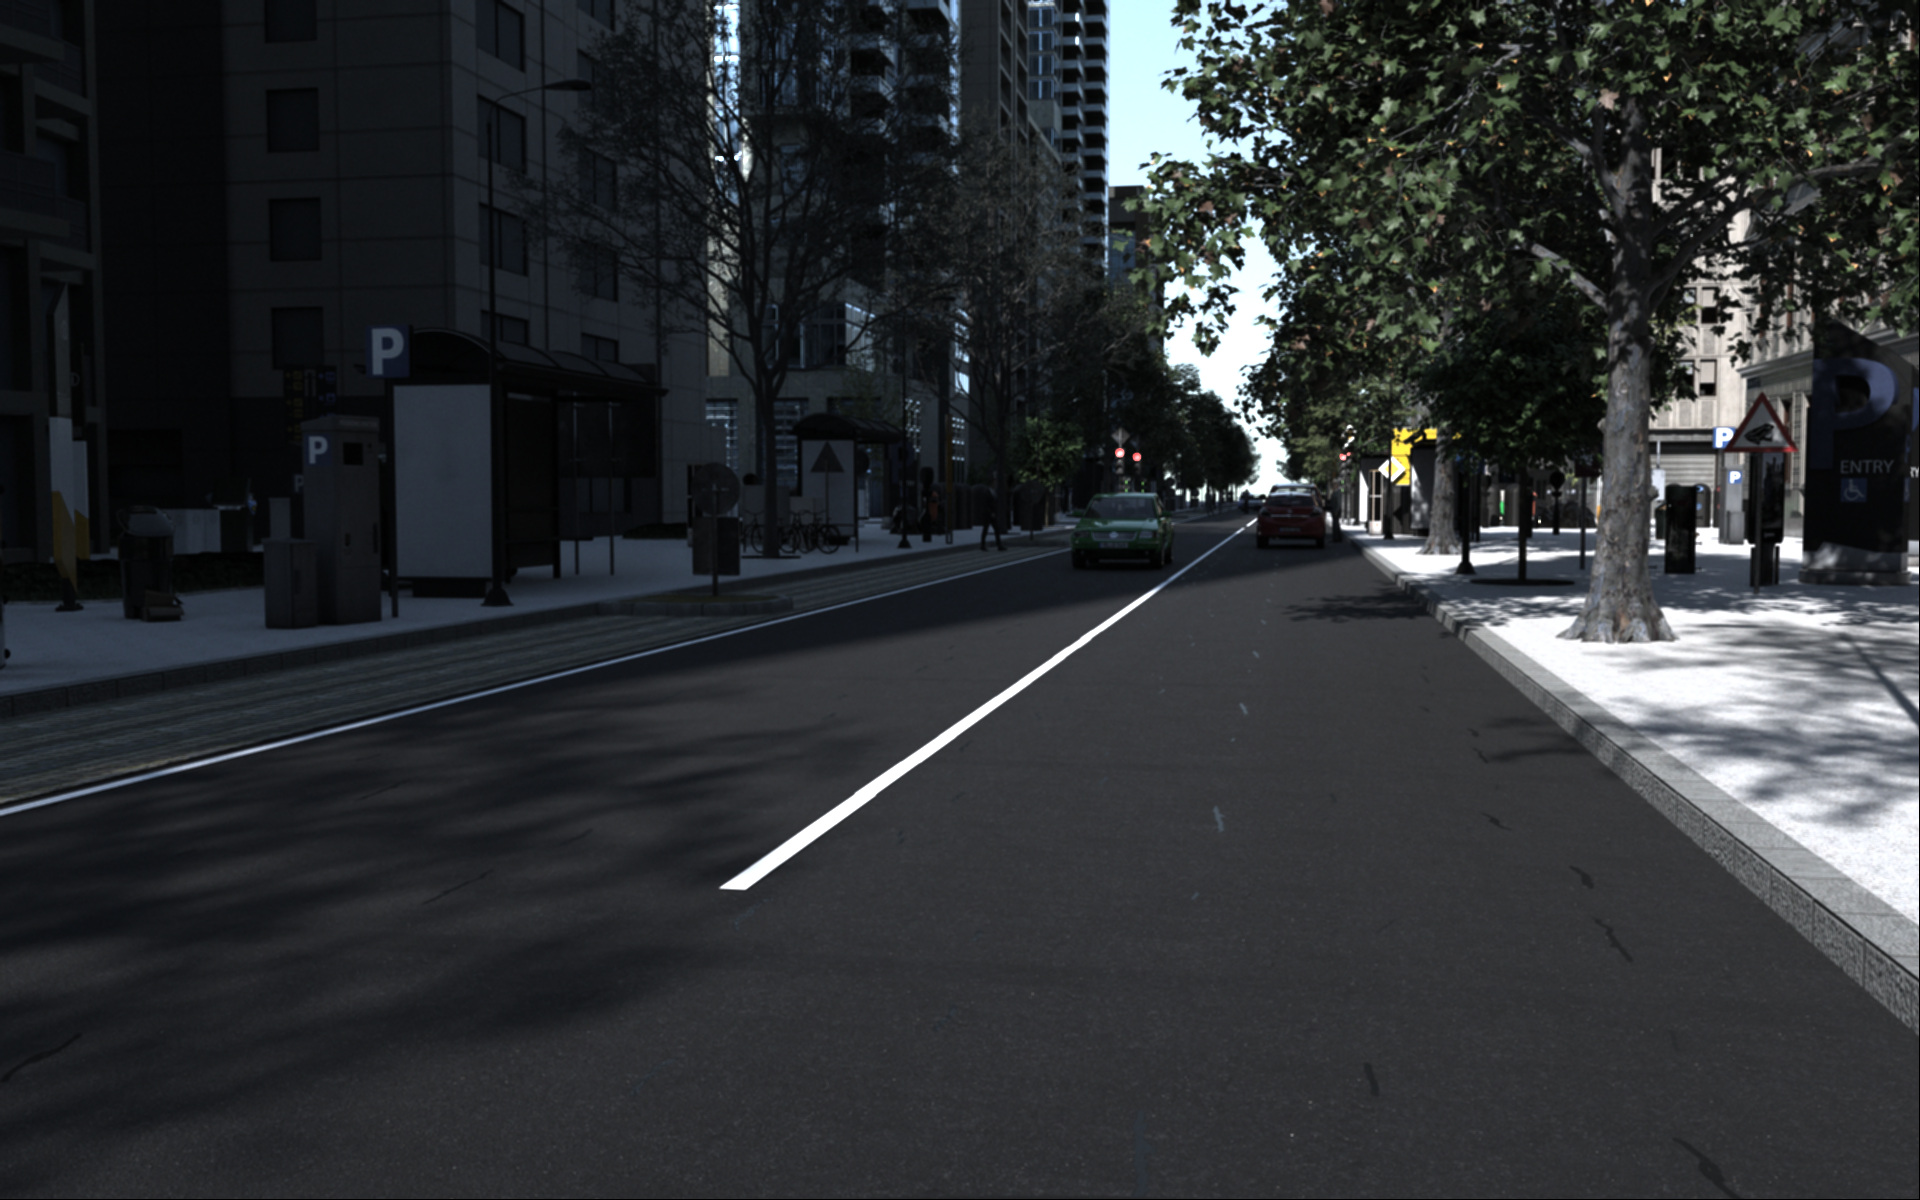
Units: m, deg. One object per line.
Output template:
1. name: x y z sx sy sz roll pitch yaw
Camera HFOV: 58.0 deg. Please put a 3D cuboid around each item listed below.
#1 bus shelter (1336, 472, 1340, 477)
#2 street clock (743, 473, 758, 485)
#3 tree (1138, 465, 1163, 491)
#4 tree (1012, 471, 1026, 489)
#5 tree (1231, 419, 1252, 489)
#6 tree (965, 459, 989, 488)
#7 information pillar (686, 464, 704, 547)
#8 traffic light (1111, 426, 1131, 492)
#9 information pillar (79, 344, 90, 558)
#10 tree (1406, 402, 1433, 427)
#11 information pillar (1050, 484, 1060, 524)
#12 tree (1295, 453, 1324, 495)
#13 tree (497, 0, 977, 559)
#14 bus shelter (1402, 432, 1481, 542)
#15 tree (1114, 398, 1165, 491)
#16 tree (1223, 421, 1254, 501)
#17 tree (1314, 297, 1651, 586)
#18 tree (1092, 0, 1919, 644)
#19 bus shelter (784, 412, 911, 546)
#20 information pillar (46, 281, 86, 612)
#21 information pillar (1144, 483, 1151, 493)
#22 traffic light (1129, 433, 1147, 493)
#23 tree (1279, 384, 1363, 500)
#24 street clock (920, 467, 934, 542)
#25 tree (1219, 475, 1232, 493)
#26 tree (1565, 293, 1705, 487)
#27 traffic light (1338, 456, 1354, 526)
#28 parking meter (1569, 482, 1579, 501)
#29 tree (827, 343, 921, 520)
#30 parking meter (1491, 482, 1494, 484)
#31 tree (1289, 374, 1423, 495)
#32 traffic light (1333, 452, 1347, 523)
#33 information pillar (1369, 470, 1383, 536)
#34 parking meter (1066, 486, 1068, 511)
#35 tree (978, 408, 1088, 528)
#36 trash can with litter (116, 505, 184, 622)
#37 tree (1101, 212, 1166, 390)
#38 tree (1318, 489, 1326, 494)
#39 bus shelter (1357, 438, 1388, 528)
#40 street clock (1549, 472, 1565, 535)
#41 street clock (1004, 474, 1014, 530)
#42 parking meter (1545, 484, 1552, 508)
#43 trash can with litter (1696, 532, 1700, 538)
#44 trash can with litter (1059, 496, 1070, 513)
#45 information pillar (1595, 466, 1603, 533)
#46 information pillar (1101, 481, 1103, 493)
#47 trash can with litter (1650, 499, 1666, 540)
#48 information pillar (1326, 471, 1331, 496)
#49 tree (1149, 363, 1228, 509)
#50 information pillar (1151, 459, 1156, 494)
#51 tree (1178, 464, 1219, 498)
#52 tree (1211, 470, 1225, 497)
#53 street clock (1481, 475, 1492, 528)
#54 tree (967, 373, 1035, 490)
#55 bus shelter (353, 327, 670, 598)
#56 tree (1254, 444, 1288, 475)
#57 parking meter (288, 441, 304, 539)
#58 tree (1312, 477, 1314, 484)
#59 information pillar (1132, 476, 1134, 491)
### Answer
1. bus shelter: 32.923 -9.378 147.255 2.014 3.302 5.546 1 4 11
2. street clock: -7.370 -3.444 60.881 0.471 2.002 0.358 -2 4 -29
3. tree: 12.356 -7.267 113.414 1.663 3.219 1.824 0 3 0
4. tree: 4.247 -7.569 118.354 1.663 3.219 1.824 0 3 0
5. tree: 38.044 -20.241 249.069 7.486 12.596 7.792 0 3 0
6. tree: 0.679 -6.203 96.025 1.663 3.219 1.824 0 3 0
7. information pillar: -6.422 -2.296 42.039 0.304 2.012 0.304 -3 5 -39
8. traffic light: 6.655 -5.063 71.693 0.839 4.253 0.868 1 4 11
9. information pillar: -13.893 -2.185 27.082 0.504 3.616 0.183 0 4 -2
10. tree: 30.964 -10.054 114.749 4.360 8.622 3.978 0 3 0
11. information pillar: 4.012 -4.205 73.252 0.304 2.012 0.304 2 4 29
12. tree: 34.687 -13.258 167.127 4.737 8.622 4.395 0 3 0
13. tree: -3.766 -7.563 34.024 12.009 13.543 11.850 0 3 0
14. bus shelter: 13.690 -3.369 49.009 2.014 3.302 5.546 1 4 11
15. tree: 12.460 -10.273 118.319 4.360 8.622 3.978 0 3 0
16. tree: 49.526 -24.402 309.339 12.009 13.543 11.850 0 3 0
17. tree: 8.066 -2.519 24.892 4.285 4.588 4.351 0 3 0
18. tree: 5.961 -5.993 14.995 9.611 12.733 9.660 0 3 0
19. bus shelter: -2.867 -3.165 45.664 2.014 3.302 5.546 1 4 11
20. information pillar: -9.791 -1.684 18.880 0.183 3.616 0.504 -1 4 -10
21. information pillar: 11.913 -6.460 110.115 0.304 2.012 0.304 3 5 41
22. traffic light: 8.160 -5.542 79.536 0.839 4.253 0.868 1 4 11
23. tree: 26.173 -11.577 123.699 7.601 10.594 8.767 -1 4 -15
24. street clock: -0.883 -2.557 46.382 0.358 2.002 0.471 -1 4 -21
25. tree: 34.381 -14.987 228.748 4.285 4.588 4.351 0 3 0
26. tree: 22.590 -6.706 60.013 4.737 8.622 4.395 0 3 0
27. traffic light: 15.705 -4.958 69.979 0.839 4.253 0.868 1 4 11
28. parking meter: 30.272 -4.875 85.410 0.399 1.863 0.255 2 4 27
29. tree: -4.296 -8.189 84.246 4.737 8.622 4.395 0 3 0
30. parking meter: 23.145 -4.287 75.796 0.399 1.863 0.255 -2 4 -32
31. tree: 21.391 -10.725 93.487 7.486 12.596 7.792 0 3 0
32. traffic light: 17.210 -5.437 77.821 0.839 4.253 0.868 1 4 11
33. information pillar: 12.769 -2.980 53.208 0.304 2.012 0.304 -1 4 -11
34. parking meter: 7.717 -7.406 126.794 0.399 1.863 0.255 2 4 26
35. tree: 3.253 -5.024 65.852 4.285 4.588 4.351 0 3 0
36. trash can with litter: -8.224 -0.390 17.765 0.624 1.170 1.055 -3 5 -41
37. tree: 1.191 -8.811 54.428 12.009 13.543 11.850 0 3 0
38. tree: 41.671 -12.459 198.297 1.663 3.219 1.824 0 3 0
39. bus shelter: 15.182 -4.171 62.113 2.014 3.302 5.546 1 4 11
40. street clock: 18.785 -3.055 54.522 0.471 2.002 0.358 1 4 15
41. street clock: 1.720 -3.515 62.034 0.358 2.002 0.471 3 4 39
42. parking meter: 33.989 -5.770 100.052 0.399 1.863 0.255 1 4 14
43. trash can with litter: 21.104 -2.408 50.750 1.055 1.170 0.624 -1 4 -20
44. trash can with litter: 7.174 -6.713 120.817 1.678 1.210 2.233 -2 4 -33
45. information pillar: 21.138 -4.009 56.905 0.504 3.616 0.183 -2 4 -34
46. information pillar: 8.091 -5.694 97.585 0.304 2.012 0.304 0 4 -7
47. trash can with litter: 19.568 -2.284 48.734 1.055 1.170 0.624 1 4 23
48. information pillar: 31.277 -9.522 147.042 0.183 3.616 0.504 -3 5 -40
49. tree: 19.032 -14.162 149.675 7.486 12.596 7.792 0 3 0
50. information pillar: 12.370 -7.314 110.936 0.183 3.616 0.504 -2 4 -31
51. tree: 22.805 -11.424 170.489 4.285 4.588 4.351 0 3 0
52. tree: 30.422 -15.760 208.032 4.737 8.622 4.395 0 3 0
53. street clock: 19.791 -3.707 65.181 0.358 2.002 0.471 3 5 42
54. tree: 2.584 -9.552 106.531 4.737 8.622 4.395 0 3 0
55. bus shelter: -5.917 -1.828 23.813 2.014 3.302 5.546 1 4 11
56. tree: 48.888 -19.899 235.724 12.009 13.543 11.850 0 3 0
57. parking meter: -7.216 -0.828 19.243 0.399 1.863 0.255 2 4 27
58. tree: 19.687 -6.036 82.402 4.285 4.588 4.351 0 3 0
59. information pillar: 11.502 -7.578 115.248 0.183 3.616 0.504 1 4 11
